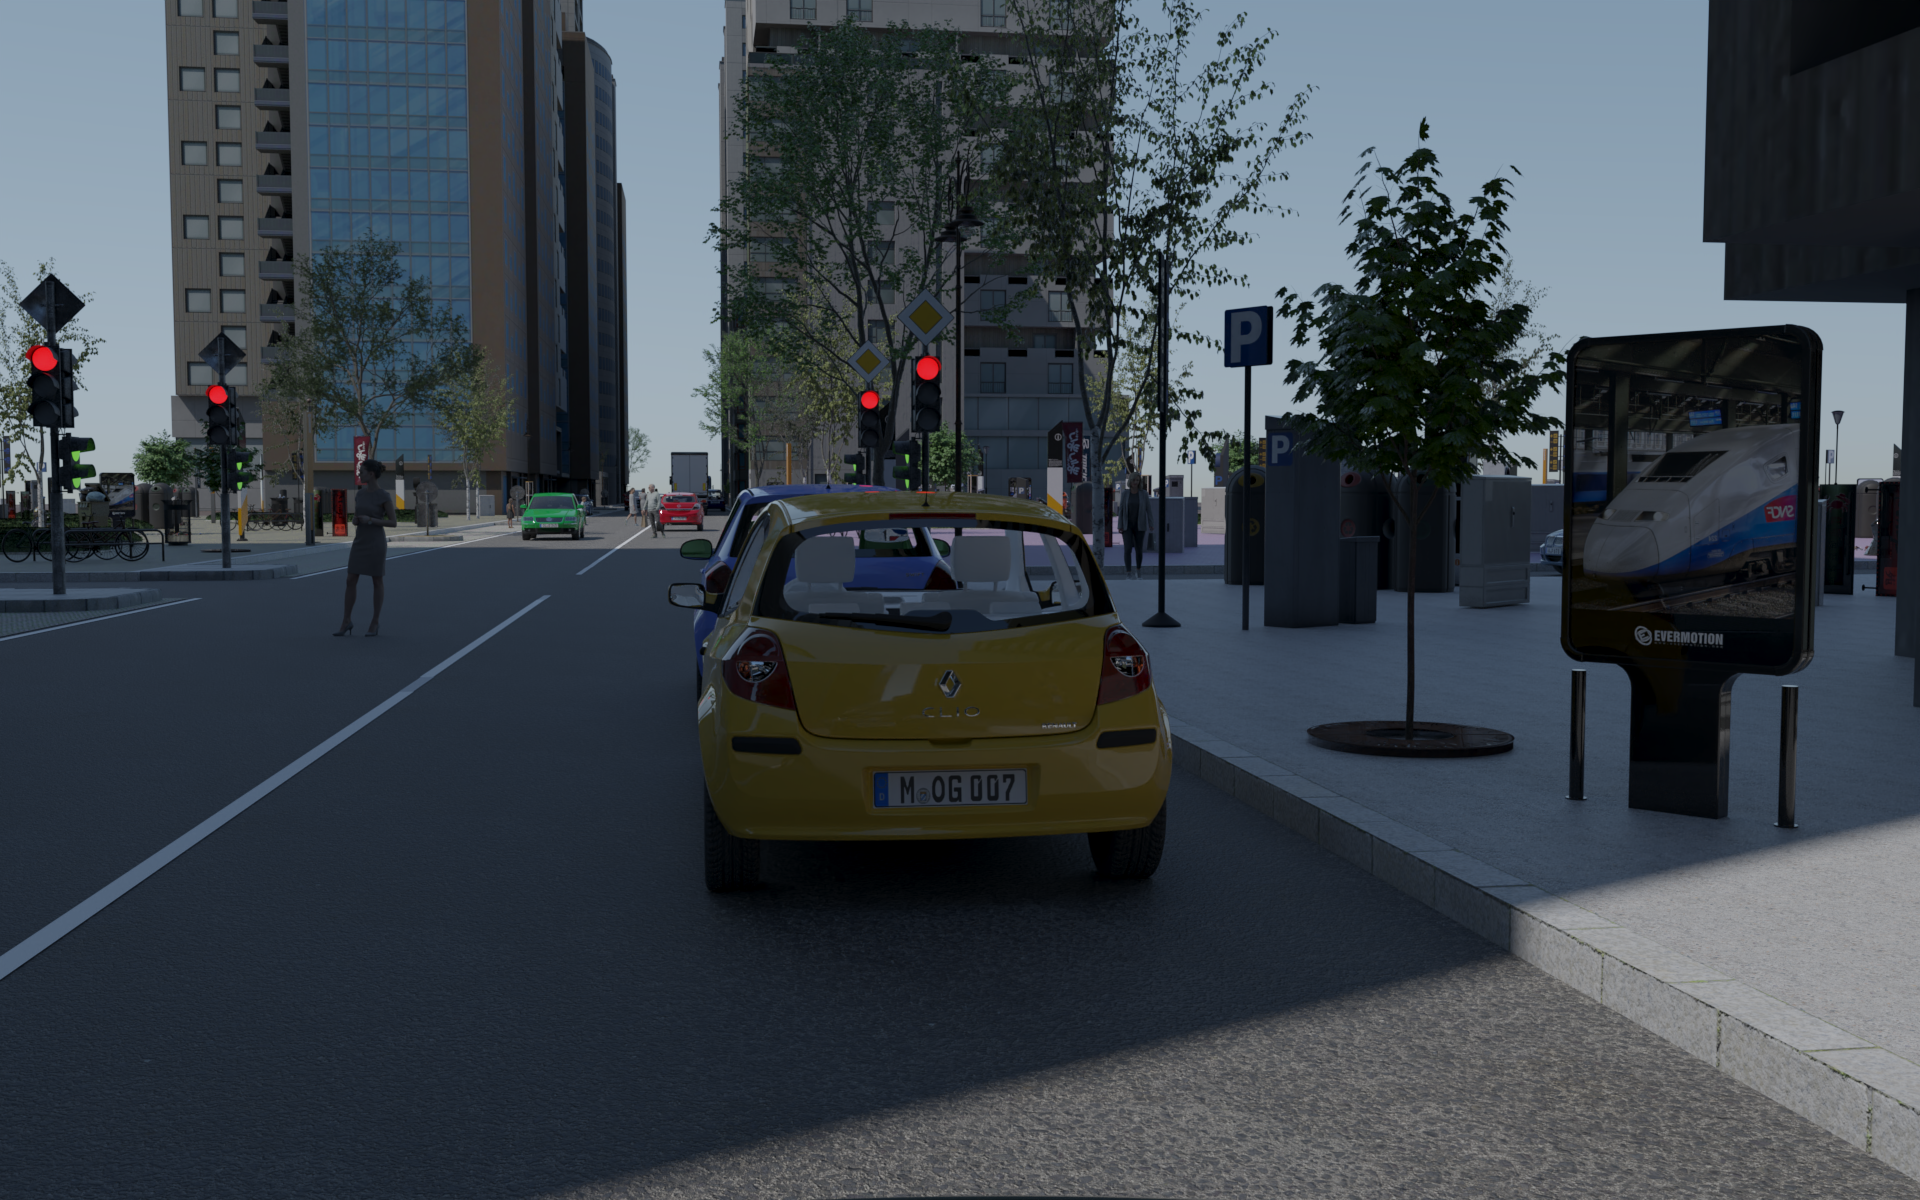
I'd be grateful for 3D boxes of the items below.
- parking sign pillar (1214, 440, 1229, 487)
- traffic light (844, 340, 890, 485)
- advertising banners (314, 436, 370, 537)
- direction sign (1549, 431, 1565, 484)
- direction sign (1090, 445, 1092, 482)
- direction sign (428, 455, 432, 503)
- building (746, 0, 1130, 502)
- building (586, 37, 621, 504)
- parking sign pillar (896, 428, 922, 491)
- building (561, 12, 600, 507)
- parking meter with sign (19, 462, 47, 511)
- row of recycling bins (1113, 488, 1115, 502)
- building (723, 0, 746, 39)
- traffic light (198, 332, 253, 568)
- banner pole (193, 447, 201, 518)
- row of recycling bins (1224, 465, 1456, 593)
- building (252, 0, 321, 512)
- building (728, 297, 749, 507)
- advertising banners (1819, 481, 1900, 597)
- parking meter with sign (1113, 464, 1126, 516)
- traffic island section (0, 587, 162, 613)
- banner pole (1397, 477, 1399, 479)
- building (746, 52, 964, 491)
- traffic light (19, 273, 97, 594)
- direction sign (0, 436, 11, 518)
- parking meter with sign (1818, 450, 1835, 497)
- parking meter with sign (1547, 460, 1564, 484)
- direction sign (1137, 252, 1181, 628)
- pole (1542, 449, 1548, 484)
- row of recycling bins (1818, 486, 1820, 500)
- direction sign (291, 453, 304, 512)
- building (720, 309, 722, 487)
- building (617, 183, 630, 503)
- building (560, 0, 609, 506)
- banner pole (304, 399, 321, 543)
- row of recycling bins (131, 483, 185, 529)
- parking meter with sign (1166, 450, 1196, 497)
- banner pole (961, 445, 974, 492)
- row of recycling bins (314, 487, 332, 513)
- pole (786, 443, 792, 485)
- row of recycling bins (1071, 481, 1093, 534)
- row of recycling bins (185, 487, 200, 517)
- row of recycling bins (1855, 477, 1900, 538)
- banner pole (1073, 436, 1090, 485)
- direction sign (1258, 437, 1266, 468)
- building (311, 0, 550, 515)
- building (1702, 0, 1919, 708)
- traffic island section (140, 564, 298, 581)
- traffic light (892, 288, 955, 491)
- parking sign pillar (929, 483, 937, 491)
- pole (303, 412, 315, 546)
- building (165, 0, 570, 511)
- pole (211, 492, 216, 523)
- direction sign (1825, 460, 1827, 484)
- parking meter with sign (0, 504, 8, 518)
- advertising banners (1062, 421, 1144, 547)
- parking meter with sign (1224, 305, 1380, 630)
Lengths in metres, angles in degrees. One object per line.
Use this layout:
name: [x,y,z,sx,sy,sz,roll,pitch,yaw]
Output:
parking sign pillar: [12.279,-5.676,81.279,1.447,3.967,1.447,1,4,21]
traffic light: [-1.692,-2.614,31.666,0.839,4.253,0.868,-1,4,-9]
advertising banners: [-18.721,-3.422,52.143,2.074,3.025,0.090,0,4,6]
direction sign: [21.307,-4.251,61.499,0.379,3.537,0.876,-3,5,-41]
direction sign: [5.652,-5.080,75.063,0.379,3.537,0.876,3,5,43]
direction sign: [-30.463,-6.579,99.570,0.379,3.537,0.876,-2,4,-29]
building: [-3.207,-33.621,138.936,28.713,52.752,27.495,-1,4,-9]
building: [-54.548,-41.415,219.141,21.231,58.520,28.212,-1,4,-9]
parking sign pillar: [-2.645,-5.017,70.495,1.447,3.967,1.447,3,5,41]
building: [-42.045,-31.489,164.947,14.600,45.320,14.200,-1,4,-9]
parking meter with sign: [-50.152,-5.957,93.651,0.543,3.016,1.738,0,4,7]
row of recycling bins: [9.769,-6.164,107.889,1.069,1.692,3.534,-1,4,-16]
building: [-17.588,-40.760,208.416,21.231,58.520,28.212,-1,4,-9]
traffic light: [-12.725,-2.511,29.982,0.839,4.253,0.868,-1,4,-9]
banner pole: [-40.901,-6.293,92.914,0.401,3.779,0.863,0,4,-1]
row of recycling bins: [5.168,-1.021,23.801,3.534,1.692,1.069,3,5,44]
building: [-35.241,-28.080,109.215,14.600,45.320,14.200,-1,4,-9]
building: [-8.334,-19.790,168.610,27.650,21.520,28.899,-1,4,-9]
advertising banners: [11.657,-1.550,21.531,0.090,3.025,2.074,-3,4,-38]
parking meter with sign: [9.258,-6.325,99.668,0.543,3.016,1.738,3,5,40]
traffic island section: [-11.568,0.004,22.216,2.009,0.180,2.903,-1,4,-9]
banner pole: [19.524,-5.271,76.201,0.863,3.779,0.401,-2,4,-33]
building: [-7.497,-21.178,117.969,14.160,30.474,14.107,-1,4,-9]
traffic light: [-11.527,-2.029,22.087,0.839,4.253,0.868,-1,4,-9]
direction sign: [-37.176,-4.604,67.264,0.876,3.537,0.379,1,4,20]
parking meter with sign: [33.575,-4.422,68.564,0.543,3.016,1.738,-3,4,-38]
parking meter with sign: [30.440,-5.655,88.718,0.543,3.016,1.738,-1,4,-12]
direction sign: [1.953,-1.510,16.690,0.379,3.537,0.876,1,4,12]
pole: [26.197,-5.121,77.579,0.158,3.312,0.155,0,3,0]
row of recycling bins: [43.827,-5.208,92.258,3.534,1.692,1.069,2,4,25]
direction sign: [-36.418,-6.322,95.355,0.379,3.537,0.876,2,4,26]
building: [-28.569,-29.738,257.910,14.160,30.474,14.107,-1,4,-9]
building: [-53.624,-36.165,241.401,14.600,45.320,14.200,-1,4,-9]
building: [-50.528,-46.254,194.507,20.563,71.187,20.611,-1,4,-9]
banner pole: [-17.148,-3.406,45.700,0.401,3.779,0.863,-2,4,-25]
row of recycling bins: [-30.588,-3.494,64.232,3.534,1.692,1.069,1,4,23]
parking meter with sign: [8.483,-4.440,68.856,1.738,3.016,0.543,-1,4,-22]
banner pole: [0.261,-5.403,78.354,0.863,3.779,0.401,-1,4,-11]
row of recycling bins: [-36.142,-5.556,97.948,1.069,1.692,3.534,-1,4,-12]
pole: [-6.889,-4.646,69.812,0.158,3.312,0.155,0,3,0]
row of recycling bins: [4.184,-3.037,56.761,1.069,1.692,3.534,0,4,6]
row of recycling bins: [-44.095,-5.523,97.406,3.534,1.692,1.069,2,4,30]
row of recycling bins: [27.585,-2.601,49.635,3.534,1.692,1.069,3,4,36]
banner pole: [4.511,-4.592,65.090,0.863,3.779,0.401,-1,4,-13]
direction sign: [12.362,-4.733,69.381,0.876,3.537,0.379,-1,4,-14]
building: [-36.618,-28.944,123.342,14.600,45.320,14.200,-1,4,-9]
building: [11.459,-14.417,7.426,14.160,30.474,14.107,-1,4,-9]
traffic island section: [-12.766,-0.479,30.111,2.009,0.180,2.903,-1,4,-9]
traffic light: [-0.494,-2.131,23.771,0.839,4.253,0.868,-1,4,-9]
parking sign pillar: [-1.846,-6.016,86.827,1.447,3.967,1.447,1,4,13]
pole: [-16.188,-3.010,43.061,0.158,3.312,0.155,0,3,0]
building: [-47.103,-33.843,142.576,28.713,52.752,27.495,-1,4,-9]
pole: [-32.665,-5.006,75.698,0.158,3.312,0.155,0,3,0]
direction sign: [52.741,-6.946,105.557,0.379,3.537,0.876,2,4,28]
parking meter with sign: [-40.486,-4.647,72.235,0.543,3.016,1.738,0,4,7]
advertising banners: [3.473,-2.785,41.725,2.074,3.025,0.090,1,4,10]
parking meter with sign: [3.351,-1.254,16.770,1.738,3.016,0.543,-3,4,-38]
